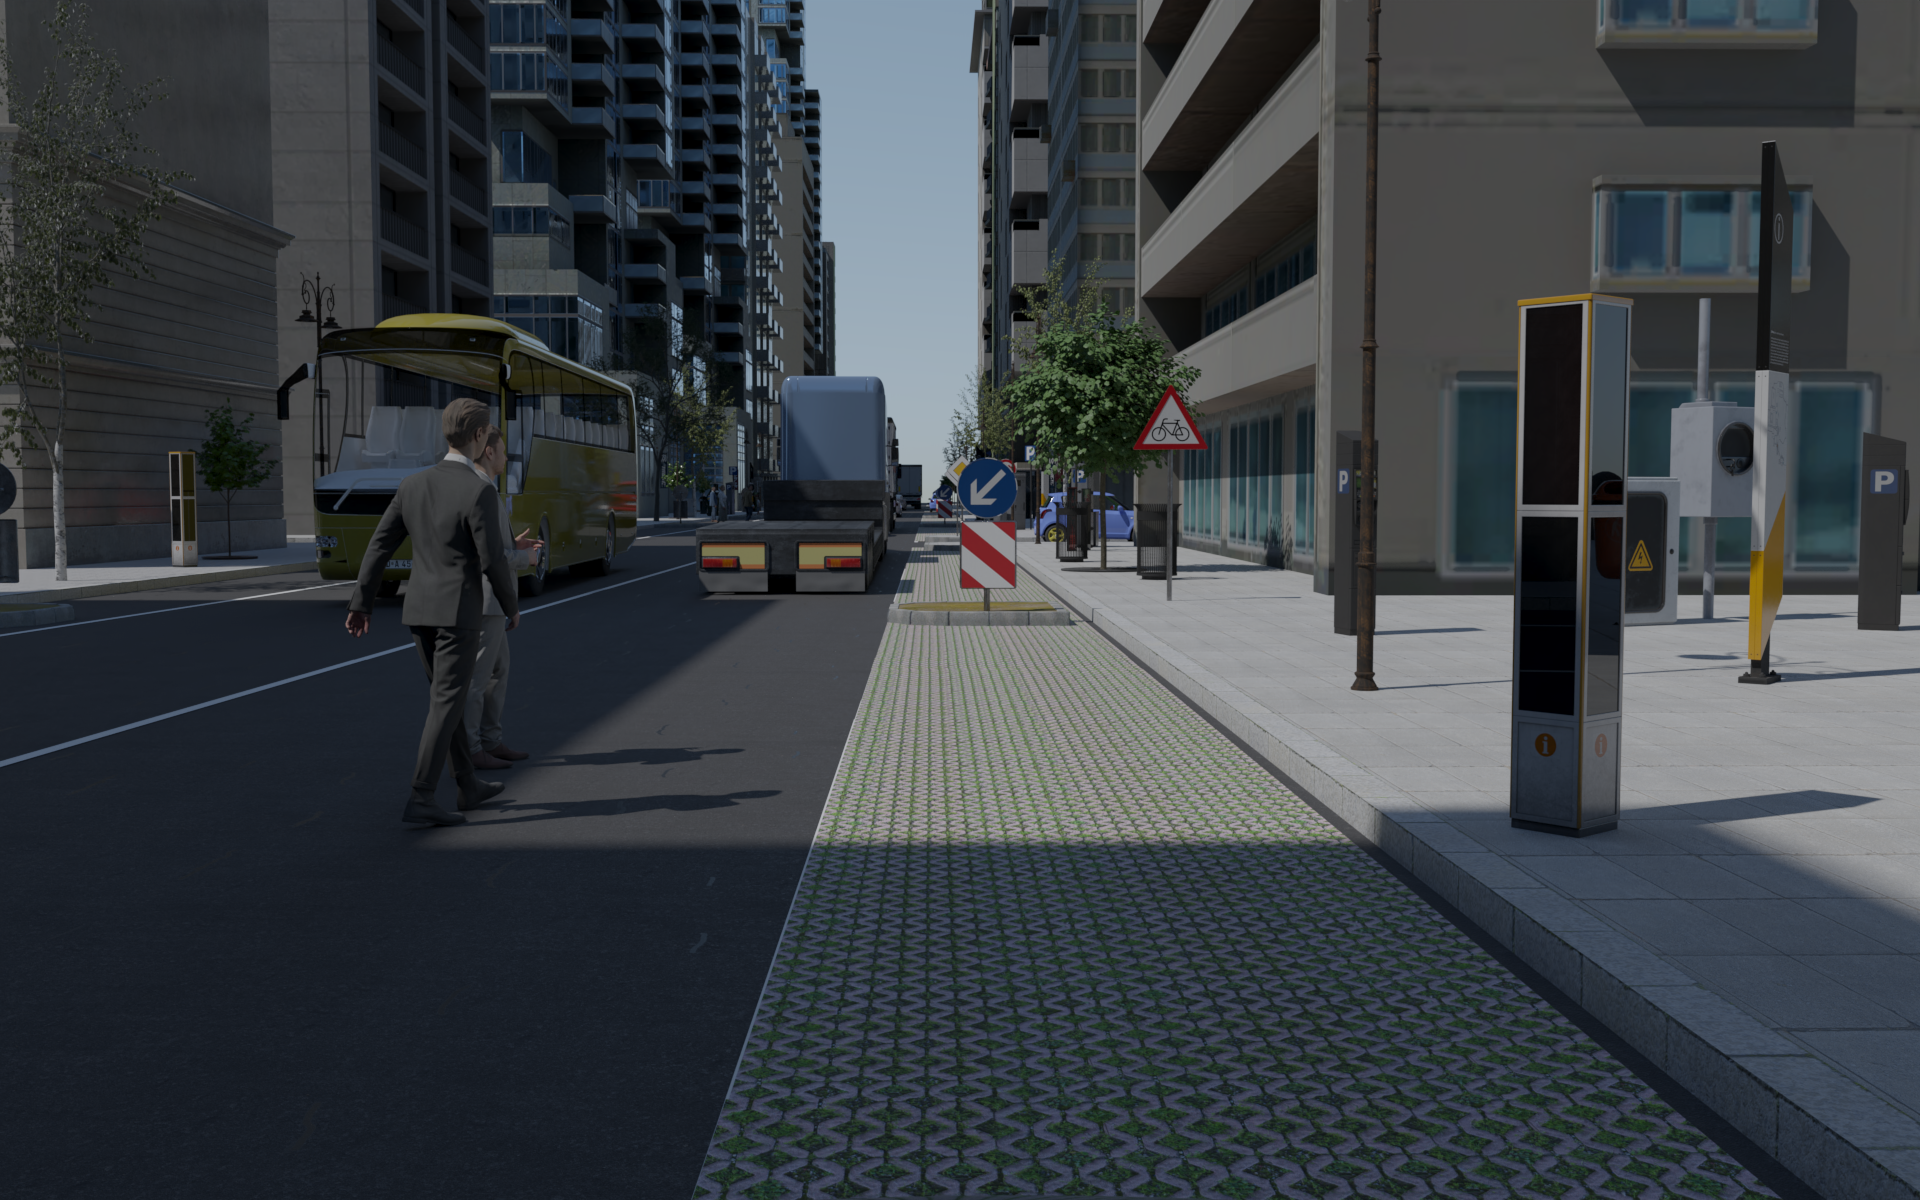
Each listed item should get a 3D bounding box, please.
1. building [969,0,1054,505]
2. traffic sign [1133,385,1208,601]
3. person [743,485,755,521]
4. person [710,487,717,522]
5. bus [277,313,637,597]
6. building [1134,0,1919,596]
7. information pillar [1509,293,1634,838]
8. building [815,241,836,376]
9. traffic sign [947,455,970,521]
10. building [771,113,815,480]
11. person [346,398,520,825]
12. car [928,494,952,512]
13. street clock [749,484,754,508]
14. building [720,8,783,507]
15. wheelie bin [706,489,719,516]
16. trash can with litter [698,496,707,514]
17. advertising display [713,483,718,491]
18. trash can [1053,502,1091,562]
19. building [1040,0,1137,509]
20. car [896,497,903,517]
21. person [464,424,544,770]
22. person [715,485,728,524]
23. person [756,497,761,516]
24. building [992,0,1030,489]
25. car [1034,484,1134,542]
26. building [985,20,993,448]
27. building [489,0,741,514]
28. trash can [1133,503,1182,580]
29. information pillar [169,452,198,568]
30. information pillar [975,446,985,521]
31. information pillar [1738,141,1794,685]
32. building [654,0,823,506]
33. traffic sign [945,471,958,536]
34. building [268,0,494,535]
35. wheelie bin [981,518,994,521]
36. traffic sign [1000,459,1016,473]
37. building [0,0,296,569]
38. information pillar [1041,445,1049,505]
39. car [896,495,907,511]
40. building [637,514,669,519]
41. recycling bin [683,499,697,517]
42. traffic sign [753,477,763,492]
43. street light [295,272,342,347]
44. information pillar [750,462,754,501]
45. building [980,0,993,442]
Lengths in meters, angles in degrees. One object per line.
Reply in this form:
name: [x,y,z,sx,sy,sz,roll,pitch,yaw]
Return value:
building: [15.655,-36.576,187.260,28.713,52.752,27.495,0,4,-1]
traffic sign: [2.511,-1.267,20.714,0.884,2.594,0.081,0,4,2]
person: [-9.138,-4.067,74.912,0.656,1.842,0.836,1,4,18]
person: [-12.640,-4.906,88.901,0.419,1.800,0.721,-1,4,-18]
bus: [-7.216,-2.192,27.387,2.896,3.916,12.252,0,4,-3]
building: [15.118,-24.913,31.036,21.300,48.544,21.600,0,4,-1]
information pillar: [2.320,-0.128,6.588,0.304,2.012,0.304,-3,5,-40]
building: [-26.941,-36.038,272.810,14.154,41.232,14.086,0,4,-1]
traffic sign: [0.055,-2.509,44.665,0.795,2.450,0.064,0,4,-1]
building: [-30.178,-36.700,223.748,21.300,48.544,21.600,0,4,-1]
person: [-2.219,0.038,7.654,0.659,1.850,0.755,2,4,28]
car: [-1.572,-7.853,137.990,1.945,1.707,3.694,0,4,-1]
street clock: [-14.781,-7.228,122.753,0.358,2.002,0.471,-2,4,-33]
building: [-29.569,-33.865,173.302,23.786,49.044,30.456,0,4,-1]
wheelie bin: [-14.319,-5.670,100.614,0.693,1.594,0.980,1,4,13]
trash can with litter: [-16.574,-6.120,111.448,0.624,1.170,1.055,-1,4,-16]
advertising display: [-14.723,-6.073,104.506,0.123,1.923,0.974,-1,4,-19]
trash can: [2.111,-1.286,32.686,0.748,1.137,0.748,0,3,0]
building: [15.797,-23.156,70.490,23.993,40.220,32.217,0,4,-1]
car: [-4.583,-5.829,107.658,2.083,1.381,4.827,0,4,0]
person: [-2.415,-0.024,9.093,0.583,1.804,0.606,-2,4,-35]
person: [-9.666,-3.750,70.043,0.641,1.798,0.478,1,4,21]
person: [-13.058,-6.044,112.000,0.352,1.250,0.332,1,4,16]
building: [9.539,-27.785,137.878,14.154,41.232,14.086,0,4,-1]
car: [3.900,-2.363,48.221,3.694,1.707,1.945,0,4,-1]
building: [13.554,-30.866,159.278,22.147,44.769,28.867,0,4,-1]
building: [-27.935,-50.659,140.954,22.319,86.520,31.000,0,4,-1]
trash can: [2.959,-0.878,26.006,0.748,1.137,0.748,0,3,0]
information pillar: [-13.605,-1.581,30.348,0.304,2.012,0.304,2,4,28]
information pillar: [0.966,-5.654,83.797,0.504,3.616,0.183,-2,4,-33]
information pillar: [5.510,-1.249,11.770,0.183,3.616,0.504,3,5,40]
building: [-29.772,-57.259,248.850,22.319,86.520,31.000,0,4,-1]
traffic sign: [-0.081,-2.997,52.649,0.795,2.450,0.064,0,4,-1]
building: [-26.332,-38.155,62.091,20.563,71.187,20.611,0,4,-1]
wheelie bin: [1.350,-4.500,81.487,0.980,1.594,0.693,0,4,3]
traffic sign: [1.669,-3.842,62.926,0.768,2.556,0.104,1,4,9]
building: [-32.927,-13.219,35.217,34.723,24.649,14.460,0,4,-1]
information pillar: [3.170,-4.465,64.350,0.183,3.616,0.504,2,4,29]
car: [-5.641,-8.452,150.558,2.083,1.381,4.827,0,4,1]
building: [-28.264,-48.359,103.335,22.319,86.520,31.000,0,4,-1]
recycling bin: [-15.239,-5.203,97.629,0.722,1.027,0.722,0,4,-4]
traffic sign: [-14.691,-7.693,125.894,0.768,2.556,0.104,0,4,0]
street light: [-13.345,-3.877,36.178,0.468,5.910,1.993,0,4,-1]
information pillar: [-15.212,-8.261,126.420,0.183,3.616,0.504,1,4,18]
building: [11.248,-49.669,250.344,20.563,71.187,20.611,0,4,-1]
